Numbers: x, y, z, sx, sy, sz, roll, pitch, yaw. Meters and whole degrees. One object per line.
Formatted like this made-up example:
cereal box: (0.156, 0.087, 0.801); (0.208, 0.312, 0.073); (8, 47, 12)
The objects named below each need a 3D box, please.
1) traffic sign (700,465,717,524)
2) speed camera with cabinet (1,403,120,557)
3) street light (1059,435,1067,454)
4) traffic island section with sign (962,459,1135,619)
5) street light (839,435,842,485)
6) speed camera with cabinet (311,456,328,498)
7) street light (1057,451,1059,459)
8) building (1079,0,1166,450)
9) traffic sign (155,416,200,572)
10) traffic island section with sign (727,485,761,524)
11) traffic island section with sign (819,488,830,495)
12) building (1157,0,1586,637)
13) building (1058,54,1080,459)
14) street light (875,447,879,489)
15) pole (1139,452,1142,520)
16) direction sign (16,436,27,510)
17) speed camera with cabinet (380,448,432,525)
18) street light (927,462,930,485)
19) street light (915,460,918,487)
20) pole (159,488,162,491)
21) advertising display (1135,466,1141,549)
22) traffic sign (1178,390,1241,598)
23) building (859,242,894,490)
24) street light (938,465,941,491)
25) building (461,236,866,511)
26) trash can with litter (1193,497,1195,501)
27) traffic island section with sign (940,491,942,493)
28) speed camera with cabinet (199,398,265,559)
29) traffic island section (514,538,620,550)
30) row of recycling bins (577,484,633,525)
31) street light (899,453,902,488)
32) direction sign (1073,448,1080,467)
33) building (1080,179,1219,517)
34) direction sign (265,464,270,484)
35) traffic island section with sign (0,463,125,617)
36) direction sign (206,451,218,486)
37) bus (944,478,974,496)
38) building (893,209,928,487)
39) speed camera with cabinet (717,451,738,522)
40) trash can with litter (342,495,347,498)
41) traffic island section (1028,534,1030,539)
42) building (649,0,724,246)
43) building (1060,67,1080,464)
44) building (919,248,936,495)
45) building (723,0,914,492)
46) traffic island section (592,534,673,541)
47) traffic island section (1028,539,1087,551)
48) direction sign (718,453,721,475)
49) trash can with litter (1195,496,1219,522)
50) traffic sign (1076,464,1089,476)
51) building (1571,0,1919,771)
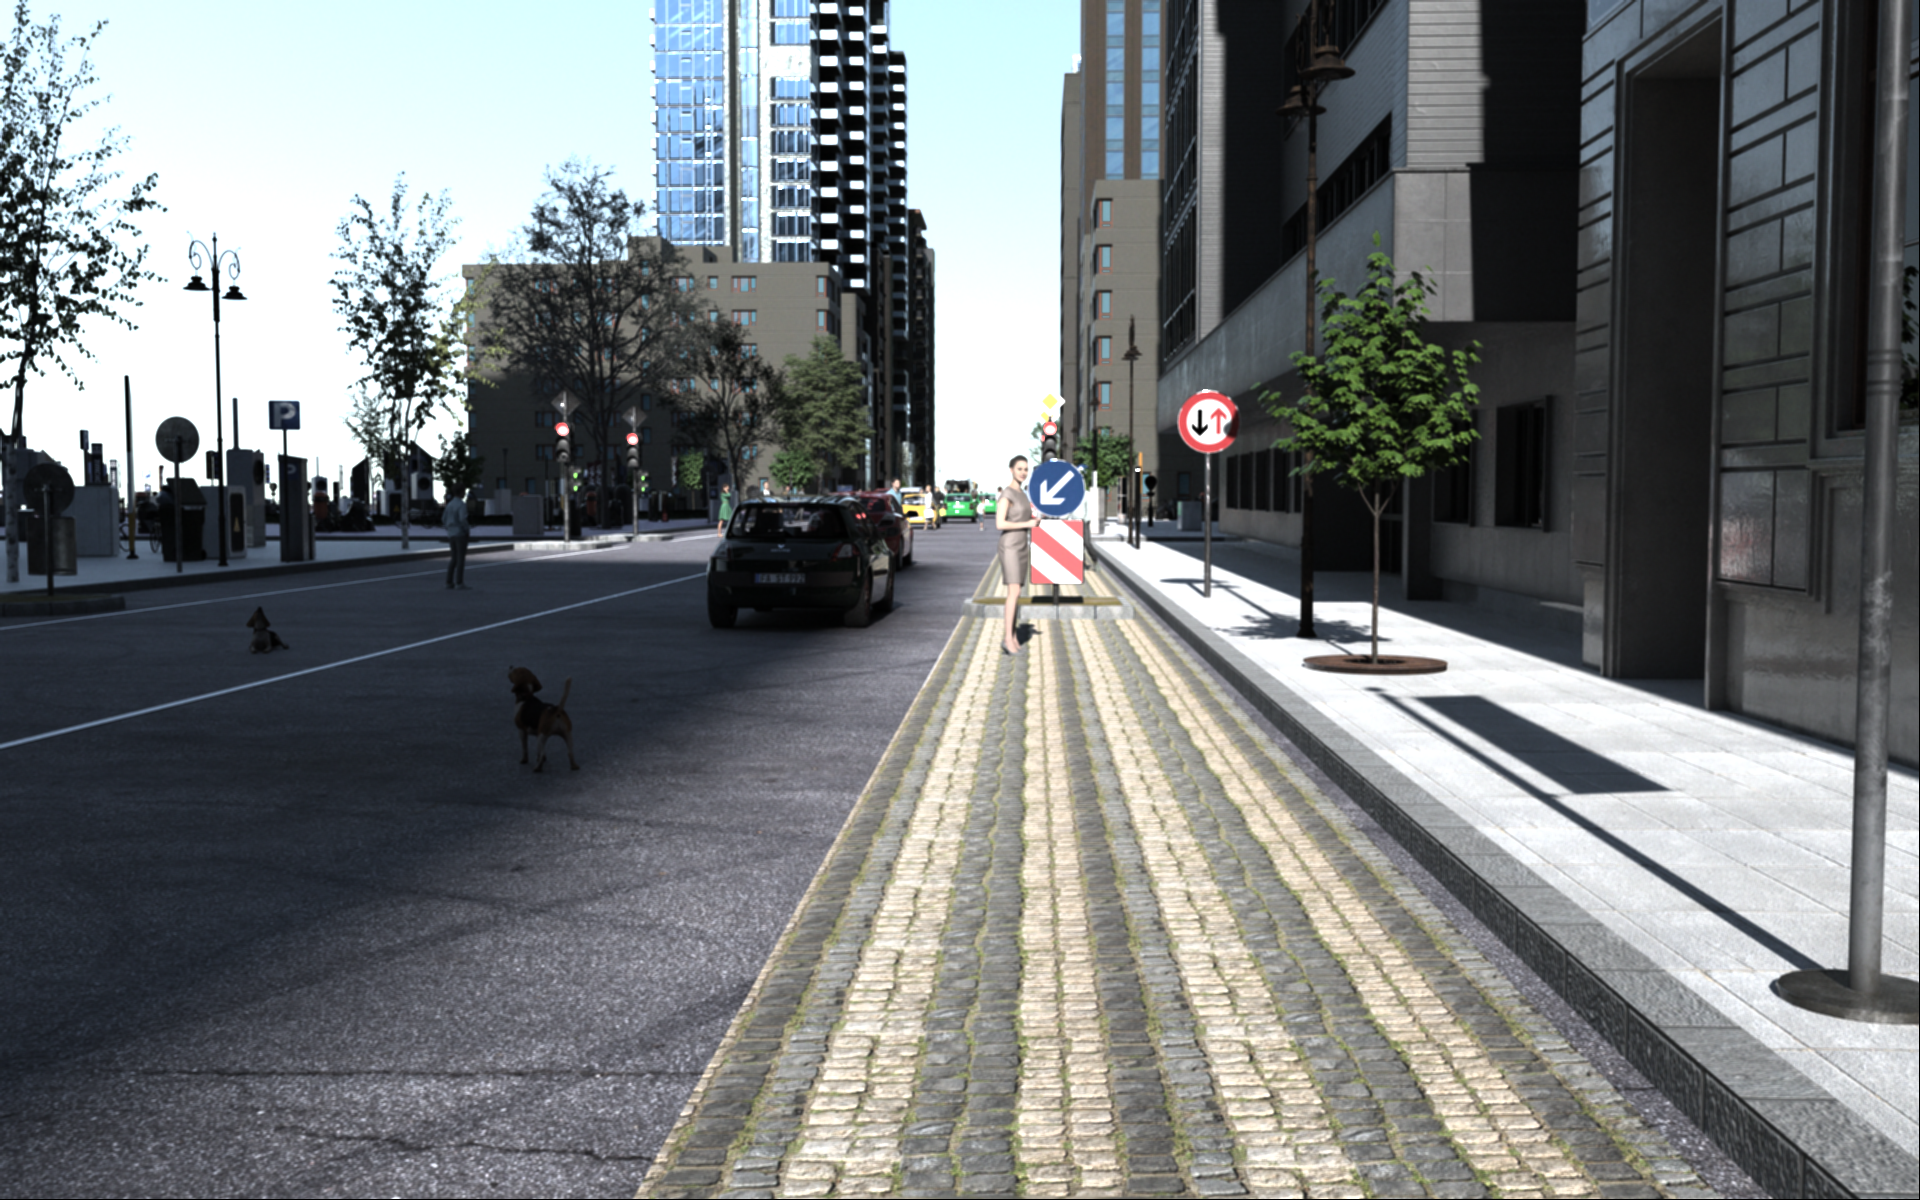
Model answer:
traffic sign: (-10.895, -4.584, 75.058); (0.768, 2.556, 0.104); (0, 4, 7)
speed camera with cabinet: (-18.352, -2.509, 35.356); (2.038, 3.252, 0.660); (-1, 4, -12)
street light: (7.730, -9.465, 127.543); (0.468, 5.910, 1.993); (0, 4, 2)
traffic island section with sign: (1.031, -0.734, 20.629); (1.989, 1.847, 2.006); (0, 4, 2)
street light: (-9.027, -9.686, 131.156); (0.468, 5.910, 1.993); (0, 4, 2)
speed camera with cabinet: (-33.625, -5.795, 89.076); (2.038, 3.252, 0.660); (-3, 5, -42)
street light: (8.429, -10.506, 144.563); (0.468, 5.910, 1.993); (0, 4, 2)
building: (17.400, -30.524, 149.177); (14.600, 45.320, 14.200); (0, 4, 2)
traffic sign: (-12.801, -1.726, 28.331); (0.768, 2.556, 0.104); (0, 4, 6)
traffic island section with sign: (-9.160, -4.163, 76.686); (1.989, 1.847, 2.006); (0, 4, 2)
traffic island section with sign: (-8.071, -5.810, 103.619); (1.989, 1.847, 2.006); (0, 4, 2)
building: (11.480, -12.807, 28.464); (14.314, 24.678, 30.058); (0, 4, 2)
building: (24.834, -57.078, 245.900); (22.319, 86.520, 31.000); (0, 4, 2)
street light: (-7.732, -11.548, 161.592); (0.468, 5.910, 1.993); (0, 4, 2)
pole: (8.856, -5.574, 84.970); (0.158, 3.312, 0.155); (0, 3, 0)
direction sign: (-36.388, -4.582, 66.905); (0.379, 3.537, 0.876); (1, 4, 20)
speed camera with cabinet: (-23.465, -4.834, 73.367); (2.038, 3.252, 0.660); (-3, 5, -42)
street light: (-4.434, -16.521, 242.903); (0.468, 5.910, 1.993); (0, 4, 2)
street light: (-5.514, -14.726, 213.557); (0.468, 5.910, 1.993); (0, 4, 2)
pole: (-60.237, -8.359, 130.509); (0.158, 3.312, 0.155); (0, 3, 0)
advertising display: (4.177, -2.171, 40.709); (0.123, 1.923, 0.974); (0, 4, 4)
traffic sign: (3.071, -1.304, 21.420); (0.768, 2.556, 0.104); (0, 4, 5)
building: (-15.066, -25.980, 196.472); (14.160, 30.474, 14.107); (0, 4, 2)
street light: (-3.189, -18.315, 272.242); (0.468, 5.910, 1.993); (0, 4, 2)
building: (-22.992, -18.298, 144.205); (27.650, 21.520, 28.899); (0, 4, 2)
trash can with litter: (11.461, -4.300, 81.698); (1.055, 1.170, 0.624); (0, 4, -3)
traffic island section with sign: (-1.604, -15.570, 263.191); (1.989, 1.847, 2.006); (0, 4, 2)
speed camera with cabinet: (-14.651, -2.481, 34.898); (0.660, 3.252, 2.038); (0, 4, -1)
traffic island section: (-10.414, -1.440, 45.821); (2.009, 0.180, 2.903); (0, 4, 2)
row of recycling bins: (-15.274, -4.056, 73.432); (3.534, 1.692, 1.069); (2, 4, 34)
street light: (-6.542, -13.362, 191.260); (0.468, 5.910, 1.993); (0, 4, 2)
direction sign: (5.984, -5.729, 85.668); (0.876, 3.537, 0.379); (-1, 4, -20)
building: (21.853, -16.170, 109.420); (27.650, 21.520, 28.899); (0, 4, 2)
direction sign: (-52.375, -8.465, 130.402); (0.876, 3.537, 0.379); (-3, 5, -44)
traffic island section with sign: (-11.426, -0.765, 21.142); (1.989, 1.847, 2.006); (0, 4, 2)
direction sign: (-39.681, -6.114, 91.957); (0.379, 3.537, 0.876); (1, 4, 19)
bus: (-0.020, -12.057, 191.984); (2.948, 3.499, 13.247); (0, 4, 3)
building: (-16.295, -36.940, 258.596); (22.147, 44.769, 28.867); (0, 4, 2)
speed camera with cabinet: (-10.657, -5.211, 79.528); (0.660, 3.252, 2.038); (0, 4, 4)
trash can with litter: (-44.855, -7.076, 126.755); (2.233, 1.210, 1.678); (2, 4, 30)
traffic island section: (2.690, -1.896, 53.279); (2.009, 0.180, 2.903); (0, 4, 2)
building: (-19.252, -52.583, 172.401); (22.319, 86.520, 31.000); (0, 4, 2)
building: (21.917, -34.720, 191.371); (21.300, 48.544, 21.600); (0, 4, 2)
building: (-11.381, -36.475, 279.959); (14.154, 41.232, 14.086); (0, 4, 2)
building: (-16.853, -55.949, 227.442); (22.319, 86.520, 31.000); (0, 4, 2)
traffic island section: (-10.091, -1.928, 53.800); (2.009, 0.180, 2.903); (0, 4, 2)
traffic island section: (2.366, -1.408, 45.300); (2.009, 0.180, 2.903); (0, 4, 2)
direction sign: (-13.420, -6.393, 96.528); (0.379, 3.537, 0.876); (0, 4, 0)
trash can with litter: (11.679, -4.233, 80.604); (1.055, 1.170, 0.624); (-2, 4, -24)
traffic sign: (5.202, -4.503, 73.730); (0.768, 2.556, 0.104); (0, 4, 4)
building: (9.193, -10.162, 2.311); (11.583, 22.565, 21.152); (0, 4, 2)
